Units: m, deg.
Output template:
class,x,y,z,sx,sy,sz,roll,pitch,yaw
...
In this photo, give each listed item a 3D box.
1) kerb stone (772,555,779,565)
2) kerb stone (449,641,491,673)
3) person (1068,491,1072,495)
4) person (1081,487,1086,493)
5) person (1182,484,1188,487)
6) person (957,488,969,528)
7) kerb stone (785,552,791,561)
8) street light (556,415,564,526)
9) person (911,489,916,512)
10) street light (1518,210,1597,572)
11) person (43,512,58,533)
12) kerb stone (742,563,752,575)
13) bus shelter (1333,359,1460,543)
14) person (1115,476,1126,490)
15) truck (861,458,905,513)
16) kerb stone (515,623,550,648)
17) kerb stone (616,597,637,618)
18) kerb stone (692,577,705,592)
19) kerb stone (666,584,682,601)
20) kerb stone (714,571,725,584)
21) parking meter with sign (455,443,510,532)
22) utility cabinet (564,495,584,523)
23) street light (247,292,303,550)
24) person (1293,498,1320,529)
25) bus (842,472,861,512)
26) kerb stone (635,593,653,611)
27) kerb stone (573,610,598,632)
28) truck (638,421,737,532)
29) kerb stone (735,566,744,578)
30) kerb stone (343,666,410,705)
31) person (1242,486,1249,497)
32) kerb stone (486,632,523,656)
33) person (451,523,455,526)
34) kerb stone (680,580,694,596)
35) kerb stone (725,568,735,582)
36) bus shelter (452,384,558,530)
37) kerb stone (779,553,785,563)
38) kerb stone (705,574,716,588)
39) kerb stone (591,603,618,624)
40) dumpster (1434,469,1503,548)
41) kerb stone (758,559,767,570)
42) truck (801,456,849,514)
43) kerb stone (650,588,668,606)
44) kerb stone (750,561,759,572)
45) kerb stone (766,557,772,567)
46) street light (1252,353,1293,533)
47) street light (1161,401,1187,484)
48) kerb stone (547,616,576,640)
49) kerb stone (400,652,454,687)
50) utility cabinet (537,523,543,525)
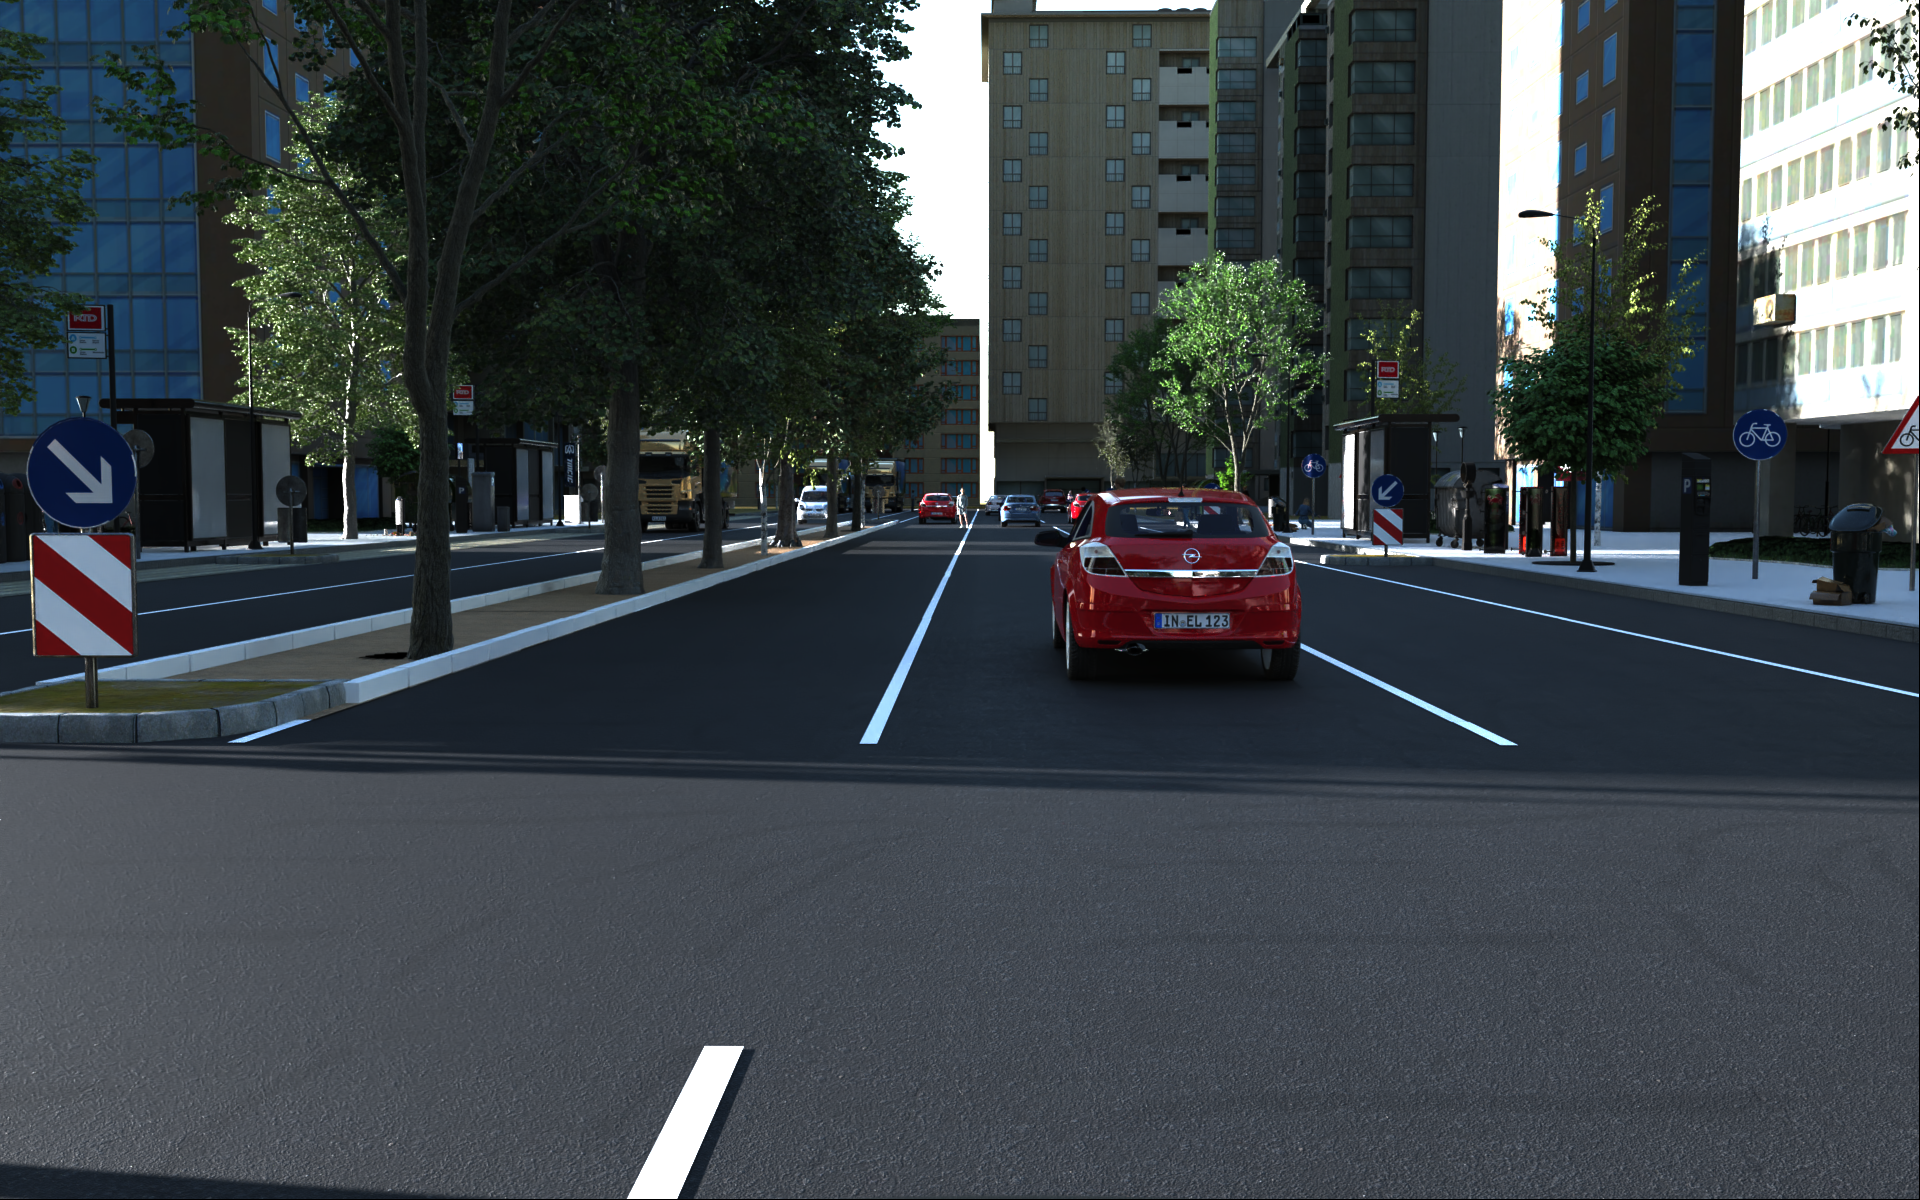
class,x,y,z,sx,sy,sz,roll,pitch,yaw
kerb stone,-3.807,-0.770,34.826,0.120,0.150,1.000,0,4,1
kerb stone,-4.103,0.481,14.335,0.120,0.150,1.000,0,4,1
person,10.380,-9.391,162.715,0.621,1.740,0.551,1,4,18
person,7.360,-5.819,103.274,1.348,1.869,0.705,1,4,10
person,8.696,-3.577,66.977,0.794,1.824,0.713,-3,5,-41
person,0.118,-3.911,73.441,0.512,1.701,0.522,0,4,-1
kerb stone,-3.775,-0.898,36.870,0.120,0.150,1.000,0,4,1
street light,-15.387,-5.887,68.789,1.470,5.913,1.316,0,4,1
person,-3.825,-8.138,141.638,0.705,1.814,1.350,1,4,12
street light,9.822,-3.420,28.463,1.470,5.913,1.316,0,4,1
person,-20.393,-1.992,38.963,0.721,1.781,0.623,1,4,20
kerb stone,-3.868,-0.514,30.721,0.120,0.150,1.000,0,4,1
bus shelter,12.054,-4.394,49.471,2.179,5.291,8.768,0,4,1
person,2.948,-1.418,32.228,0.362,1.759,0.519,2,4,28
truck,-5.955,-9.069,137.193,2.839,4.237,11.283,0,4,2
kerb stone,-4.087,0.356,16.379,0.120,0.150,1.000,0,4,1
kerb stone,-4.014,0.105,20.475,0.120,0.150,1.000,0,4,1
kerb stone,-3.942,-0.208,25.595,0.120,0.150,1.000,0,4,1
kerb stone,-3.970,-0.083,23.550,0.120,0.150,1.000,0,4,1
kerb stone,-3.920,-0.333,27.648,0.120,0.150,1.000,0,4,1
parking meter with sign,-16.282,-3.847,59.158,1.738,3.016,0.543,0,4,3
utility cabinet,-17.245,-4.051,77.398,1.020,1.237,0.306,3,5,41
street light,-15.815,-4.125,39.989,1.470,5.913,1.316,0,4,1
person,12.544,-3.155,63.124,1.012,1.151,0.738,3,4,39
bus,-9.811,-9.000,142.014,2.948,3.499,13.247,0,4,1
kerb stone,-3.999,0.045,21.504,0.120,0.150,1.000,0,4,1
kerb stone,-4.047,0.237,18.427,0.120,0.150,1.000,0,4,1
truck,-10.907,-4.867,68.493,2.839,4.237,11.283,0,4,2
kerb stone,-3.882,-0.453,29.699,0.120,0.150,1.000,0,4,1
kerb stone,-4.143,0.608,12.283,0.120,0.150,1.000,0,4,1
person,15.252,-5.303,93.265,0.721,1.766,1.217,3,5,41
kerb stone,-4.088,0.418,15.357,0.120,0.150,1.000,0,4,1
person,-20.438,-3.876,69.597,0.537,1.800,0.526,-2,4,-24
kerb stone,-3.955,-0.145,24.572,0.120,0.150,1.000,0,4,1
kerb stone,-3.898,-0.394,28.674,0.120,0.150,1.000,0,4,1
bus shelter,-17.430,-5.410,66.082,2.179,5.291,8.768,0,4,1
kerb stone,-3.801,-0.835,35.848,0.120,0.150,1.000,0,4,1
kerb stone,-3.925,-0.268,26.617,0.120,0.150,1.000,0,4,1
kerb stone,-4.033,0.168,19.451,0.120,0.150,1.000,0,4,1
dumpster,12.198,-2.187,41.517,1.264,1.857,1.865,0,4,1
kerb stone,-3.833,-0.647,32.773,0.120,0.150,1.000,0,4,1
truck,-9.891,-8.529,128.355,2.839,4.237,11.283,0,4,1
kerb stone,-3.987,-0.018,22.526,0.120,0.150,1.000,0,4,1
kerb stone,-3.860,-0.582,31.744,0.120,0.150,1.000,0,4,1
kerb stone,-3.833,-0.707,33.799,0.120,0.150,1.000,0,4,1
street light,10.317,-5.182,57.261,1.470,5.913,1.316,0,4,1
street light,10.691,-6.943,86.062,1.470,5.913,1.316,0,4,1
kerb stone,-4.061,0.293,17.403,0.120,0.150,1.000,0,4,1
kerb stone,-4.123,0.543,13.313,0.120,0.150,1.000,0,4,1
utility cabinet,-17.683,-3.732,72.185,0.306,1.237,1.020,0,4,5
